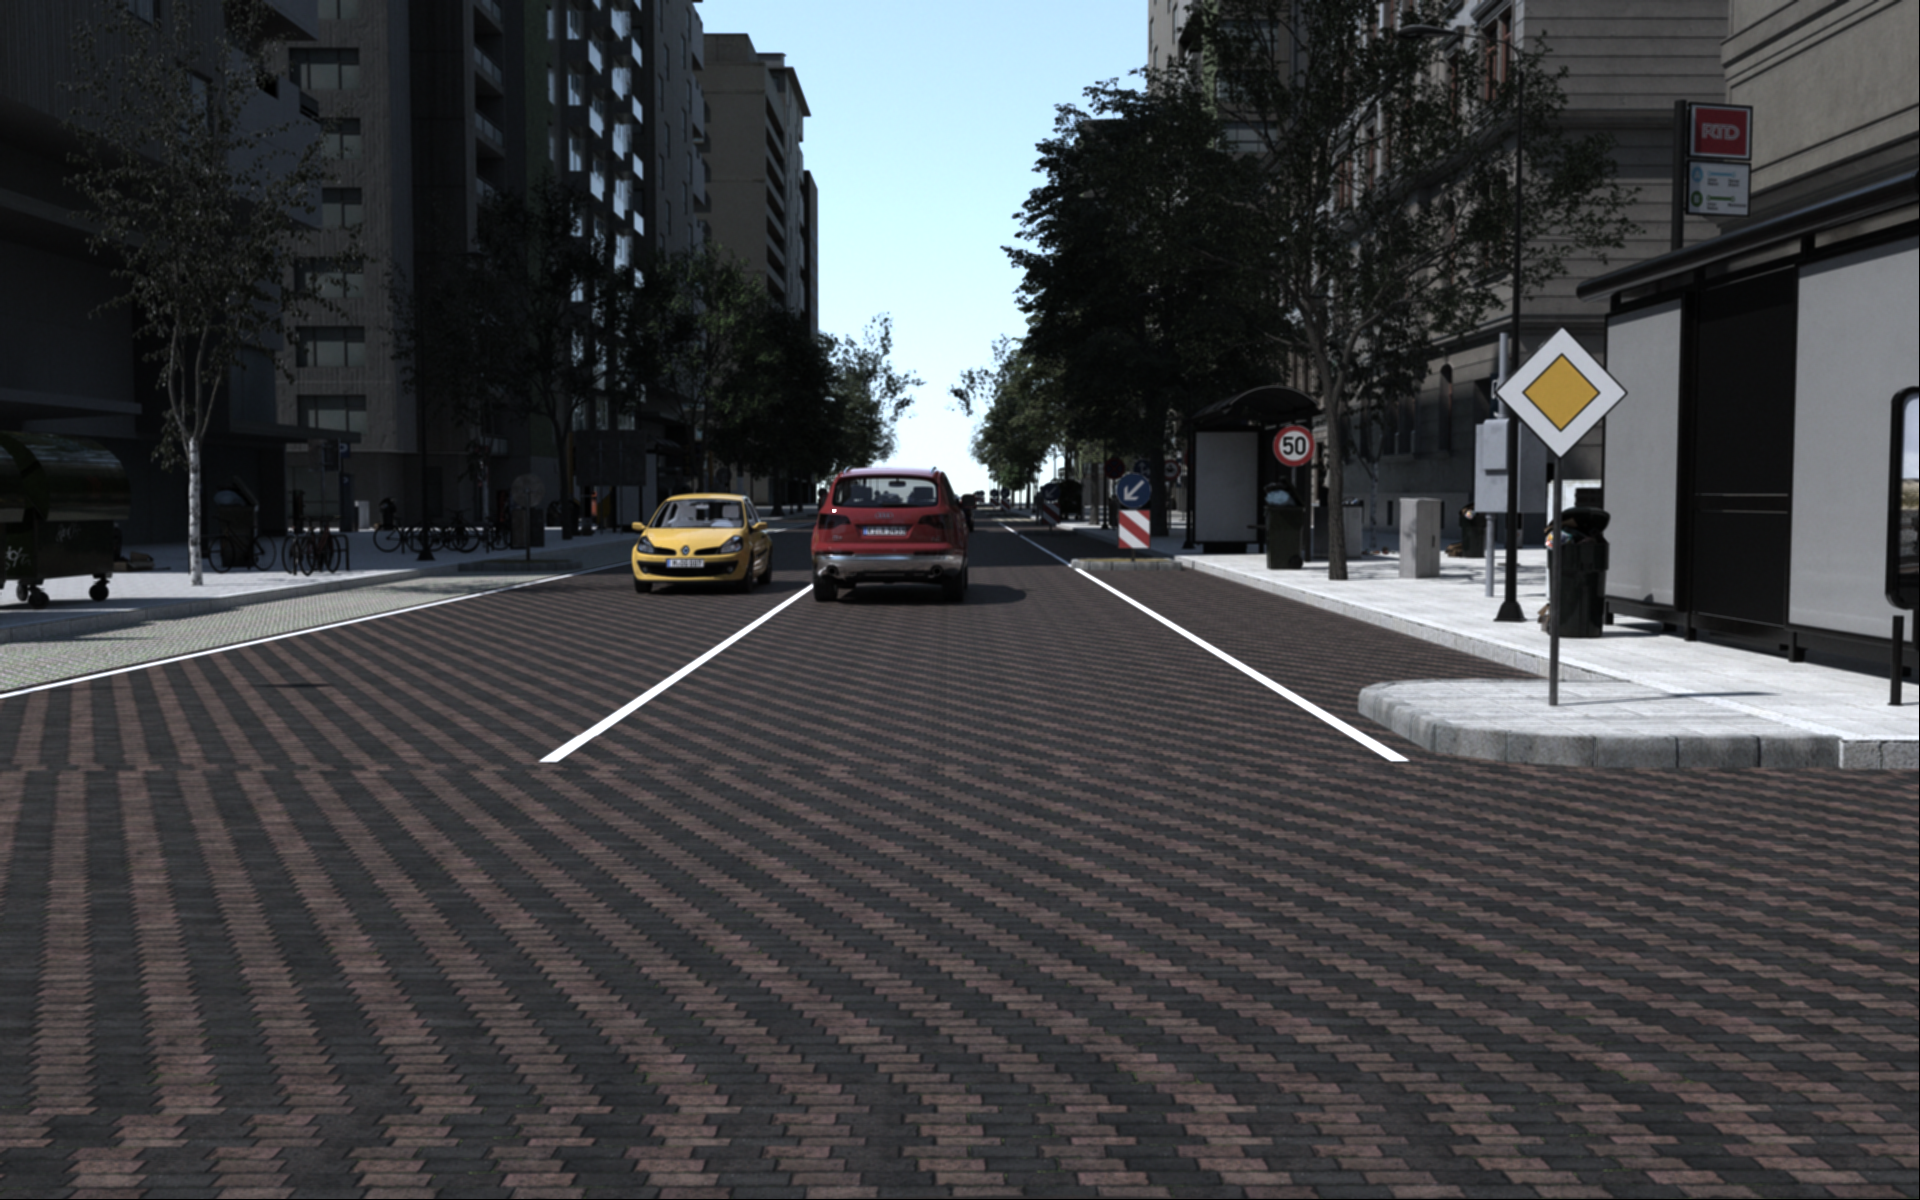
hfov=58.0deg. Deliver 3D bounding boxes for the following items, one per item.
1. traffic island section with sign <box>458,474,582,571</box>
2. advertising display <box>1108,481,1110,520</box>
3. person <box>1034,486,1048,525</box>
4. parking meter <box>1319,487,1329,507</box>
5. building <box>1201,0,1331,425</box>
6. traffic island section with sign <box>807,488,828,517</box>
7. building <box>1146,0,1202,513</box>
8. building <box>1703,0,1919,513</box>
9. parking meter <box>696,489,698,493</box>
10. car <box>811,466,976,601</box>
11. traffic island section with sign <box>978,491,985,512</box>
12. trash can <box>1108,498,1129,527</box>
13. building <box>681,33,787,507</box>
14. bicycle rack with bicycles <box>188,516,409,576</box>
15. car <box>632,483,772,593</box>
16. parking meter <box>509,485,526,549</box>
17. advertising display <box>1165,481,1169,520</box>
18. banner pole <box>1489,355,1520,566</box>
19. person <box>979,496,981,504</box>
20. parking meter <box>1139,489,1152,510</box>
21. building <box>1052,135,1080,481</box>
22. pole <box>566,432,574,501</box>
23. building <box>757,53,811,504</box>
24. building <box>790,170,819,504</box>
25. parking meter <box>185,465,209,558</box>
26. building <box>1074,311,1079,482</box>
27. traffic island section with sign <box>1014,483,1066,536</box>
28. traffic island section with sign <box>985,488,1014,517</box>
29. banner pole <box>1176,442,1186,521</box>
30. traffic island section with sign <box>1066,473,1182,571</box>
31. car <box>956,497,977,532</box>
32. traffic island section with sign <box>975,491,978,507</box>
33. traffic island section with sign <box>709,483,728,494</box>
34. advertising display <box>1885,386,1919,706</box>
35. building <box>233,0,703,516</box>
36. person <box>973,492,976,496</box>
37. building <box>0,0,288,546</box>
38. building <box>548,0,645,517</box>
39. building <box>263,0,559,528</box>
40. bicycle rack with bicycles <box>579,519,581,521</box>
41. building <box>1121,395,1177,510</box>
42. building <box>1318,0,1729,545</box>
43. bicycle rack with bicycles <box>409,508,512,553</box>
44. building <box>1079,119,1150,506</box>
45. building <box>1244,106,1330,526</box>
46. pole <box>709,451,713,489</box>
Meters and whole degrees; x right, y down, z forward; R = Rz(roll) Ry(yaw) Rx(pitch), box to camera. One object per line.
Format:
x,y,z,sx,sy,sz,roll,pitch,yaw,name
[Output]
-8.253,-1.477,32.781,1.989,1.847,2.006,0,4,0,traffic island section with sign
7.720,-4.864,84.743,0.974,1.923,0.123,0,4,1,advertising display
3.775,-4.421,80.885,0.635,1.810,0.391,-1,4,-13,person
12.408,-3.088,58.899,0.372,1.533,0.369,0,3,0,parking meter
19.974,-25.129,94.447,14.154,41.232,14.086,0,4,0,building
-8.679,-6.212,110.200,1.989,1.847,2.006,0,4,0,traffic island section with sign
27.255,-32.150,114.886,28.713,52.752,27.495,0,4,0,building
28.741,-11.754,25.469,30.059,22.955,16.112,0,4,0,building
-12.259,-4.477,81.618,0.372,1.533,0.369,0,3,0,parking meter
-0.915,-0.979,24.680,2.281,1.827,5.304,0,4,1,car
2.598,-7.858,137.109,1.989,1.847,2.006,0,4,0,traffic island section with sign
6.073,-3.401,67.256,0.748,1.137,0.748,0,3,0,trash can
-30.473,-34.458,187.091,21.300,48.544,21.600,0,4,0,building
-11.125,-0.923,28.470,2.852,0.926,2.925,1,4,8,bicycle rack with bicycles
-3.870,-0.985,26.334,2.015,1.641,3.980,0,3,0,car
-10.302,-1.952,40.327,0.372,1.533,0.369,0,3,0,parking meter
10.035,-4.869,84.827,0.123,1.923,0.974,3,4,37,advertising display
9.803,-2.524,31.289,0.401,3.779,0.863,-1,4,-20,banner pole
2.603,-13.490,232.277,0.599,1.433,0.991,1,4,20,person
5.394,-2.573,50.484,0.372,1.533,0.369,0,3,0,parking meter
24.510,-37.302,229.491,23.786,49.044,30.456,0,4,0,building
-12.882,-3.876,57.223,0.158,3.312,0.155,0,3,0,pole
-33.389,-38.105,212.250,28.713,52.752,27.495,0,4,0,building
-26.487,-35.671,233.324,14.600,45.320,14.200,0,4,0,building
-15.211,-1.762,34.513,0.399,1.863,0.255,-1,4,-23,parking meter
20.619,-26.645,207.347,14.160,30.474,14.107,0,4,0,building
3.019,-3.164,60.365,1.989,1.847,2.006,0,4,0,traffic island section with sign
2.744,-6.205,110.071,1.989,1.847,2.006,0,4,0,traffic island section with sign
10.580,-5.685,82.960,0.401,3.779,0.863,-2,4,-28,banner pole
3.164,-1.516,33.410,1.989,1.847,2.006,0,4,0,traffic island section with sign
-0.323,-3.331,67.041,1.945,1.354,3.894,0,4,1,car
2.298,-11.239,192.386,1.989,1.847,2.006,0,4,0,traffic island section with sign
-8.401,-3.157,60.246,1.989,1.847,2.006,0,4,0,traffic island section with sign
6.096,-0.315,10.368,0.974,1.923,0.123,1,4,14,advertising display
-34.066,-33.066,129.860,28.713,52.752,27.495,0,4,0,building
1.951,-13.495,229.958,1.217,1.723,0.721,1,4,17,person
-31.173,-27.363,36.625,28.713,52.752,27.495,0,4,0,building
-30.996,-29.414,100.521,23.786,49.044,30.456,0,4,0,building
-25.034,-23.624,69.853,14.154,41.232,14.086,0,4,0,building
-18.902,-4.079,80.073,2.925,0.926,2.852,0,4,-5,bicycle rack with bicycles
29.538,-27.499,141.483,32.217,40.220,23.993,0,4,0,building
20.067,-16.307,54.012,14.401,28.519,23.554,0,4,0,building
-11.458,-1.524,38.303,2.925,0.926,2.852,-1,4,-10,bicycle rack with bicycles
20.125,-31.104,192.152,14.154,41.232,14.086,0,4,0,building
18.803,-12.908,75.673,10.561,19.102,19.286,0,4,0,building
-11.833,-5.413,82.339,0.158,3.312,0.155,0,3,0,pole
